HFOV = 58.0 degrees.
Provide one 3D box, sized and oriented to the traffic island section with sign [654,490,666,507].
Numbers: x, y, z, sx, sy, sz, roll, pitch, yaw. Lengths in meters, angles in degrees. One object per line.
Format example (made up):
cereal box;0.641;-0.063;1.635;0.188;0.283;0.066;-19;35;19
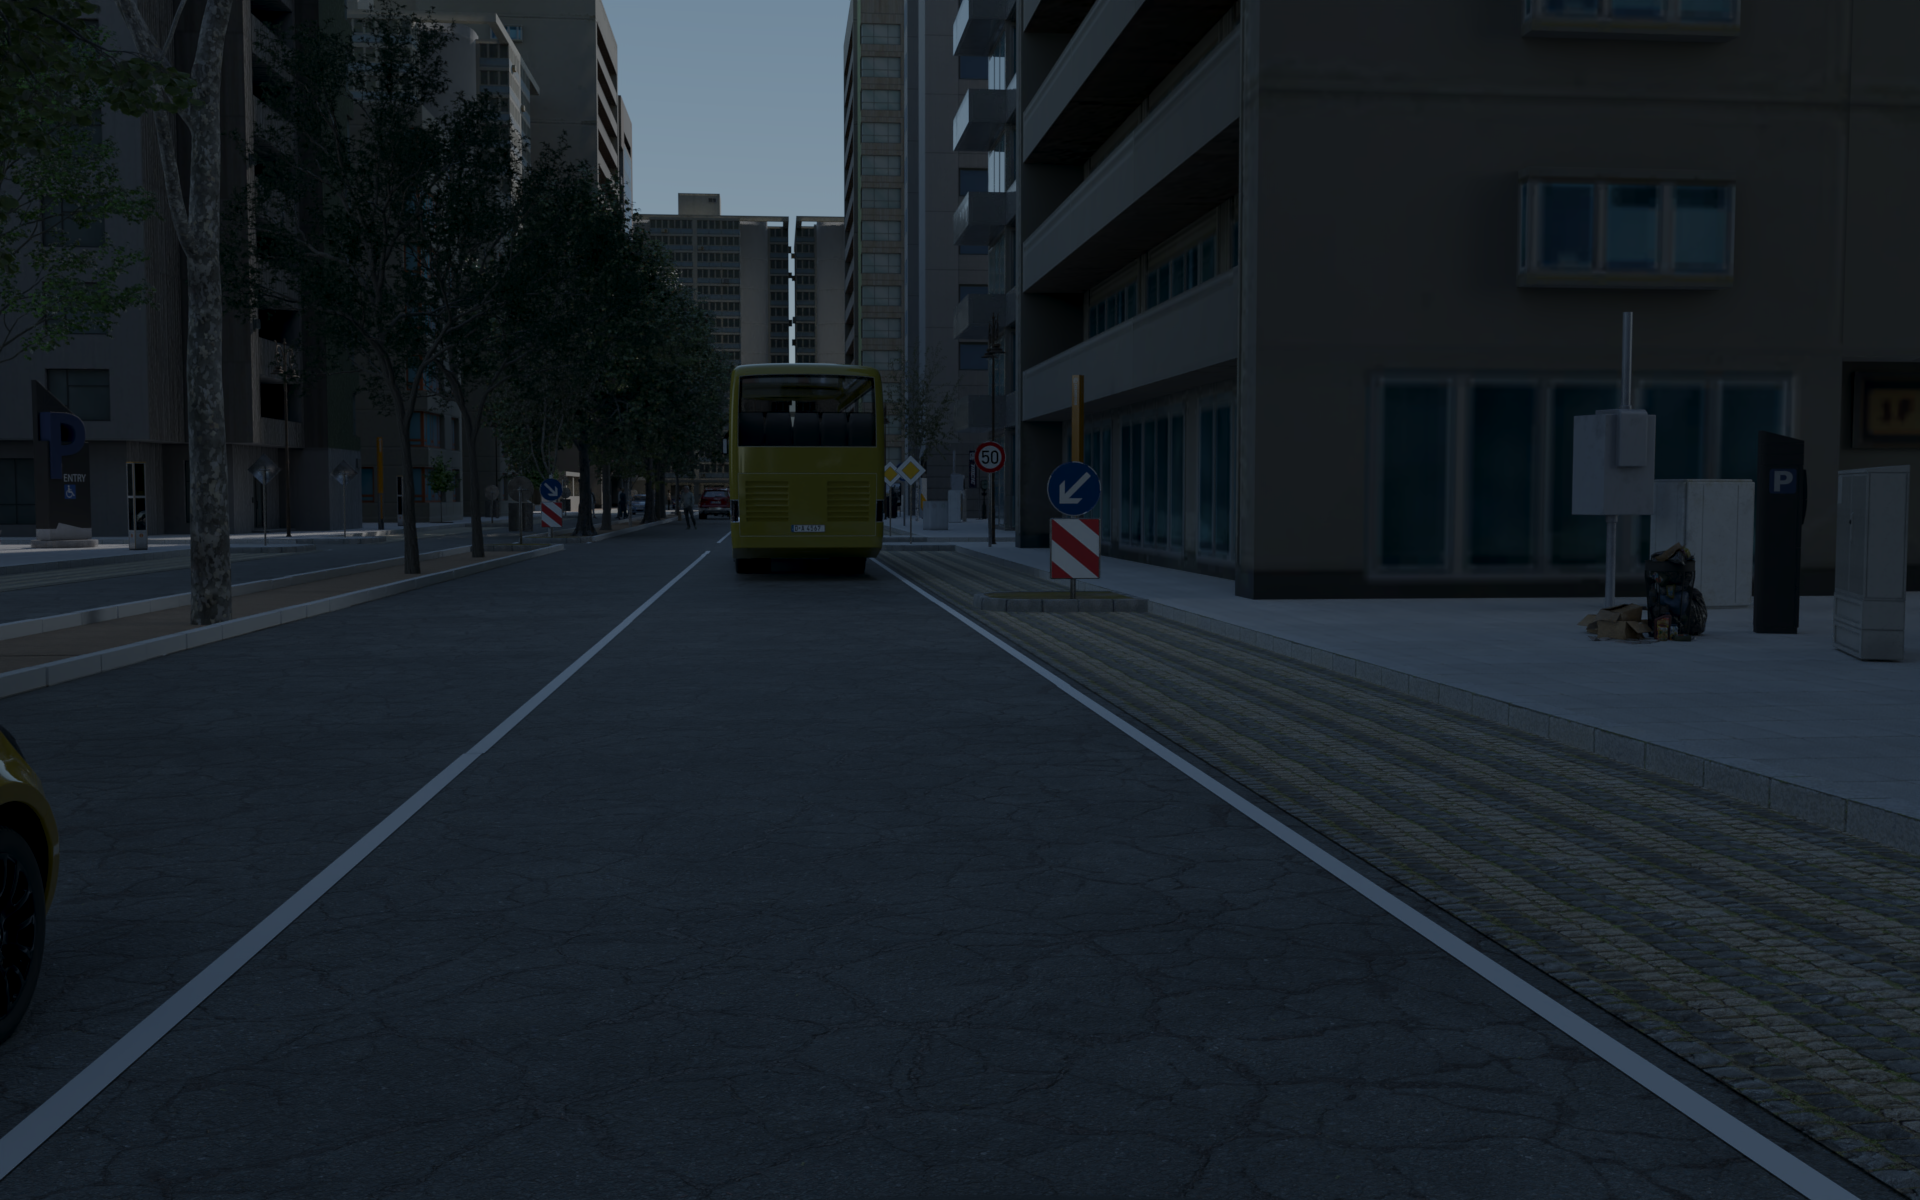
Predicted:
traffic island section with sign;-31.441;-10.416;178.923;1.989;1.847;2.006;0;4;-6

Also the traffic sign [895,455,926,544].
traffic sign;-1.269;-2.504;44.577;0.795;2.450;0.064;0;4;-6

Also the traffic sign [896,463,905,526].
traffic sign;-2.239;-4.256;69.690;0.768;2.556;0.104;0;4;1

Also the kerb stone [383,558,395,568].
kerb stone;-11.170;-0.696;33.574;0.120;0.150;1.000;0;4;-6

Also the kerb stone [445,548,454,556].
kerb stone;-11.817;-1.066;39.678;0.120;0.150;1.000;0;4;-6

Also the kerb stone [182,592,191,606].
kerb stone;-9.975;-0.011;22.370;0.120;0.150;1.000;0;4;-6

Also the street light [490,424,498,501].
street light;-24.493;-7.262;91.515;0.468;5.910;1.993;0;4;-6

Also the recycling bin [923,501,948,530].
recycling bin;-0.873;-3.007;61.719;0.722;1.027;0.722;-1;4;-22

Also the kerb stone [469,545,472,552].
kerb stone;-12.153;-1.257;42.741;0.120;0.150;1.000;0;4;-6

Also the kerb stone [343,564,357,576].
kerb stone;-10.849;-0.505;30.514;0.120;0.150;1.000;0;4;-6

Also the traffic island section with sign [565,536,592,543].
traffic island section with sign;-11.990;-2.634;51.203;2.006;1.907;1.989;0;4;-6

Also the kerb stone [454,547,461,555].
kerb stone;-11.936;-1.132;40.708;0.120;0.150;1.000;0;4;-6

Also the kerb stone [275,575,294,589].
kerb stone;-10.411;-0.250;26.447;0.120;0.150;1.000;0;4;-6

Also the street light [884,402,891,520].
street light;-3.736;-6.962;86.617;0.468;5.910;1.993;0;4;-6

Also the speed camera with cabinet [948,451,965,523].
speed camera with cabinet;-0.148;-5.126;78.147;0.660;3.252;2.038;0;4;6

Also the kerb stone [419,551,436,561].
kerb stone;-11.610;-0.938;37.641;0.120;0.150;1.000;0;4;-6

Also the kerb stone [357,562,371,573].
kerb stone;-10.954;-0.571;31.534;0.120;0.150;1.000;0;4;-6

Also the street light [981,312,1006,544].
street light;0.848;-4.365;44.154;0.468;5.910;1.993;0;4;-6

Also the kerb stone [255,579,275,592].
kerb stone;-10.305;-0.198;25.430;0.120;0.150;1.000;0;4;-6

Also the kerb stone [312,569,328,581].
kerb stone;-10.629;-0.383;28.479;0.120;0.150;1.000;0;4;-6

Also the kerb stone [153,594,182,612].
kerb stone;-9.864;0.051;21.354;0.120;0.150;1.000;0;4;-6

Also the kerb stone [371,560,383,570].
kerb stone;-11.061;-0.628;32.555;0.120;0.150;1.000;0;4;-6

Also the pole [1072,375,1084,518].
pole;2.022;-2.197;29.760;0.158;3.312;0.155;0;3;0

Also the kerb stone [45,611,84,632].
kerb stone;-9.541;0.245;18.295;0.120;0.150;1.000;0;4;-6

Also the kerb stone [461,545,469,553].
kerb stone;-12.046;-1.194;41.724;0.120;0.150;1.000;0;4;-6

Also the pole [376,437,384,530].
pole;-20.797;-4.177;62.131;0.158;3.312;0.155;0;3;0

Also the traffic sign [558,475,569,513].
traffic sign;-26.891;-7.171;117.351;0.768;2.556;0.104;0;4;2

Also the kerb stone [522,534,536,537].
kerb stone;-13.305;-1.914;53.486;0.120;0.150;1.000;0;4;-6

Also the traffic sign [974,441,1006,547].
traffic sign;0.727;-2.554;41.863;0.768;2.556;0.104;0;4;3

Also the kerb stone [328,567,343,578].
kerb stone;-10.736;-0.447;29.497;0.120;0.150;1.000;0;4;-6

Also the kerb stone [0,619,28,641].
kerb stone;-9.428;0.301;17.279;0.120;0.150;1.000;0;4;-6

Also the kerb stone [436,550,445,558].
kerb stone;-11.714;-1.007;38.659;0.120;0.150;1.000;0;4;-6

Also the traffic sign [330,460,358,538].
traffic sign;-18.073;-2.887;50.840;0.795;2.450;0.064;0;4;-6

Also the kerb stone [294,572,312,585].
kerb stone;-10.516;-0.322;27.463;0.120;0.150;1.000;0;4;-6

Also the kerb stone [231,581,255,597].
kerb stone;-10.191;-0.135;24.409;0.120;0.150;1.000;0;4;-6

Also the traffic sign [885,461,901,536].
traffic sign;-2.117;-2.989;52.517;0.795;2.450;0.064;0;4;-6

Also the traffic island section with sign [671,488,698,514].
traffic island section with sign;-19.979;-7.204;125.917;2.006;1.907;1.989;0;4;-6

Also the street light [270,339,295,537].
street light;-20.111;-4.827;51.717;0.468;5.910;1.993;0;4;-6

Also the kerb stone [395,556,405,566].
kerb stone;-11.281;-0.757;34.590;0.120;0.150;1.000;0;4;-6

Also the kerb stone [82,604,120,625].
kerb stone;-9.651;0.178;19.313;0.120;0.150;1.000;0;4;-6

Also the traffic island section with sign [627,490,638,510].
traffic island section with sign;-28.578;-8.776;152.120;1.989;1.847;2.006;0;4;-6

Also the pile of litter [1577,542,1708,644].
pile of litter;6.120;-0.100;15.593;1.719;0.858;1.176;-3;5;-41

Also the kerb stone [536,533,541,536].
kerb stone;-13.403;-1.974;54.509;0.120;0.150;1.000;0;4;-6

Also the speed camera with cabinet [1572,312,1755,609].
speed camera with cabinet;7.855;-1.528;19.319;2.038;3.252;0.660;-1;4;-18

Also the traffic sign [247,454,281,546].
traffic sign;-17.225;-2.401;42.900;0.795;2.450;0.064;0;4;-6

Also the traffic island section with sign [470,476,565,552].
traffic island section with sign;-11.213;-2.183;43.836;2.006;1.907;1.989;0;4;-6

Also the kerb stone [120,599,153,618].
kerb stone;-9.754;0.114;20.338;0.120;0.150;1.000;0;4;-6
